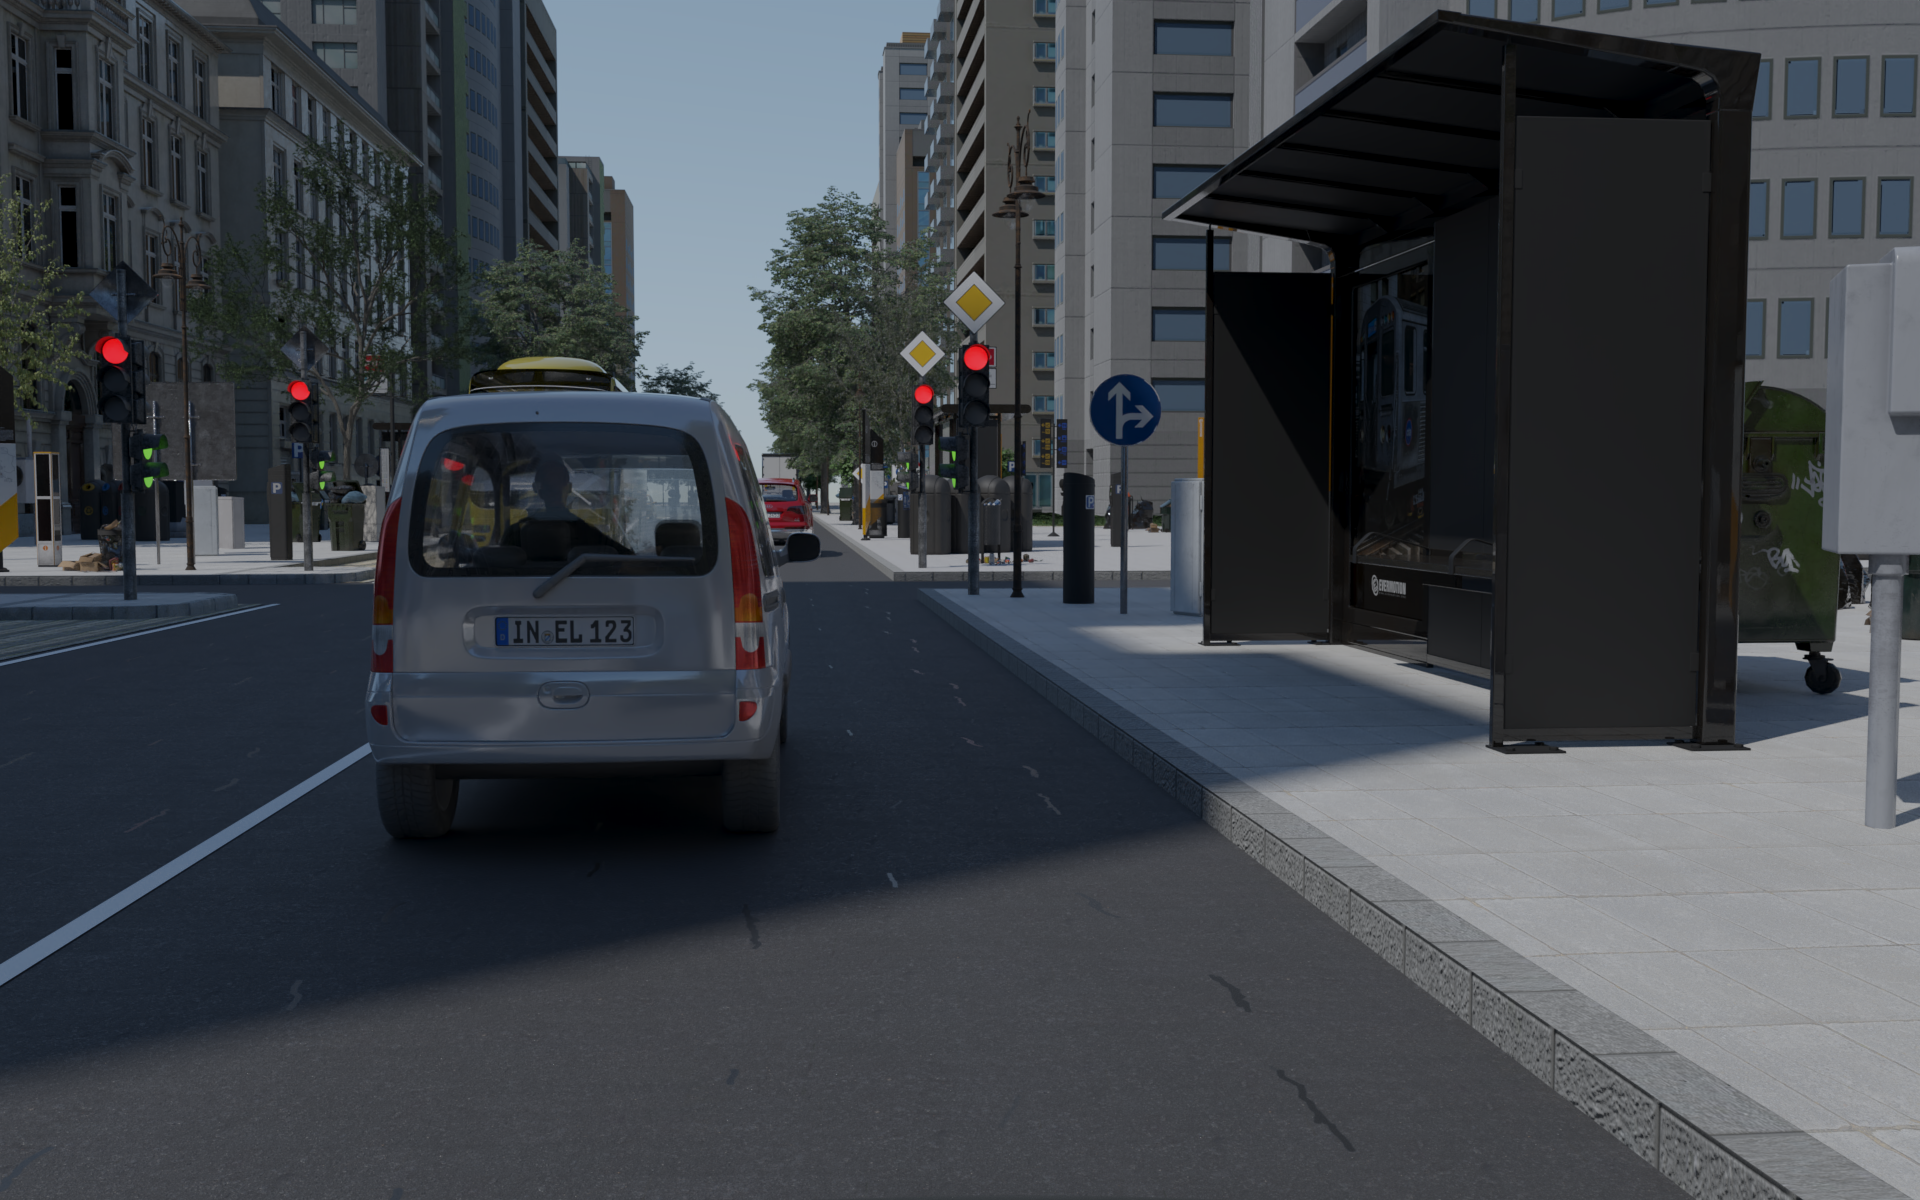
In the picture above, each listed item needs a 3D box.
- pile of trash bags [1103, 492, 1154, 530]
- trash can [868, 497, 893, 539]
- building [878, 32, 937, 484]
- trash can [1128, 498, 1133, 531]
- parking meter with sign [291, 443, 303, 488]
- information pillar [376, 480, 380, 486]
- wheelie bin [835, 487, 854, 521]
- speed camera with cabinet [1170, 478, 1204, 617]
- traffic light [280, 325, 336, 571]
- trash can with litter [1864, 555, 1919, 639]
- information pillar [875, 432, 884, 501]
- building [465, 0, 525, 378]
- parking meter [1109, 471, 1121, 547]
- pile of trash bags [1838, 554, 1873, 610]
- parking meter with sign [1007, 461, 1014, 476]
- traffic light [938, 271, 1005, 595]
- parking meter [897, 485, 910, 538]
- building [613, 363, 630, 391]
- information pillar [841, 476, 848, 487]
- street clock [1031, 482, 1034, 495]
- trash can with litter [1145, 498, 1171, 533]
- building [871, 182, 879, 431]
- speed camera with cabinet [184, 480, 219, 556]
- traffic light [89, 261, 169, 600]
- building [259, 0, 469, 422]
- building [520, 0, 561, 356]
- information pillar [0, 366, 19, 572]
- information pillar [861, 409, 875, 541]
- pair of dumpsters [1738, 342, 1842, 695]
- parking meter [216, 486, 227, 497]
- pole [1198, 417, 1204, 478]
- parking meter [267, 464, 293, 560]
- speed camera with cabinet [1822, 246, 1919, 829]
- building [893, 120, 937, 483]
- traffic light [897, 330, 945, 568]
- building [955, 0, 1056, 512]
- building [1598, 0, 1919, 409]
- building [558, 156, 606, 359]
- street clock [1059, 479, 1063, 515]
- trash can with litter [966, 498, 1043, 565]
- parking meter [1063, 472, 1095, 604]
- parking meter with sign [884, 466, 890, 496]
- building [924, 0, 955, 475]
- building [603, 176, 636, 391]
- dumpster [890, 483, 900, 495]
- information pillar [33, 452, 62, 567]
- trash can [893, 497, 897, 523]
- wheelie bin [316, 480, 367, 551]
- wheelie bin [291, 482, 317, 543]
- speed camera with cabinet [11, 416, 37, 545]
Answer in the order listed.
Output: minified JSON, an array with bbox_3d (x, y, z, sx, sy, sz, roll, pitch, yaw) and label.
[{"bbox_3d":[6.149,-3.293,63.592,1.912,1.369,3.447,0,4,8],"label":"pile of trash bags"},{"bbox_3d":[-2.412,-2.356,50.179,0.748,1.137,0.748,0,3,0],"label":"trash can"},{"bbox_3d":[-0.214,-42.035,229.273,21.231,58.520,28.212,0,4,-6],"label":"building"},{"bbox_3d":[5.577,-2.933,59.608,0.748,1.137,0.748,0,3,0],"label":"trash can"},{"bbox_3d":[-22.101,-3.714,56.991,0.543,3.016,1.738,0,4,7],"label":"parking meter with sign"},{"bbox_3d":[-29.580,-5.133,88.423,0.304,2.012,0.304,2,4,23],"label":"information pillar"},{"bbox_3d":[-5.446,-4.560,82.469,0.980,1.594,0.693,0,4,2],"label":"wheelie bin"},{"bbox_3d":[3.275,-1.487,18.655,2.038,3.252,0.660,-2,4,-27],"label":"speed camera with cabinet"},{"bbox_3d":[-10.873,-2.442,28.845,0.839,4.253,0.868,0,4,-6],"label":"traffic light"},{"bbox_3d":[8.450,-0.253,15.531,0.624,1.170,1.055,0,4,3],"label":"trash can with litter"},{"bbox_3d":[-2.964,-4.290,61.492,0.504,3.616,0.183,-1,4,-19],"label":"information pillar"},{"bbox_3d":[-45.213,-35.853,128.196,21.231,58.520,28.212,0,4,-6],"label":"building"},{"bbox_3d":[3.830,-2.217,41.954,0.399,1.863,0.255,-1,4,-10],"label":"parking meter"},{"bbox_3d":[10.766,-0.643,20.260,1.912,1.369,3.447,3,5,42],"label":"pile of trash bags"},{"bbox_3d":[2.291,-5.914,92.961,0.543,3.016,1.738,-2,4,-34],"label":"parking meter with sign"},{"bbox_3d":[0.155,-2.021,21.971,0.839,4.253,0.868,0,4,-6],"label":"traffic light"},{"bbox_3d":[-1.628,-2.561,50.277,0.372,1.533,0.369,0,3,0],"label":"parking meter"},{"bbox_3d":[-57.982,-23.212,224.561,27.650,21.520,28.899,0,4,-6],"label":"building"},{"bbox_3d":[-6.046,-6.070,90.591,0.504,3.616,0.183,-3,5,-41],"label":"information pillar"},{"bbox_3d":[4.279,-6.145,105.045,0.358,2.002,0.471,1,4,21],"label":"street clock"},{"bbox_3d":[6.734,-2.825,57.577,1.055,1.170,0.624,-1,4,-14],"label":"trash can with litter"},{"bbox_3d":[-1.765,-38.575,254.409,21.300,48.544,21.600,0,4,-6],"label":"building"},{"bbox_3d":[-16.027,-2.580,36.525,0.660,3.252,2.038,-2,4,-26],"label":"speed camera with cabinet"},{"bbox_3d":[-10.050,-1.956,20.902,0.839,4.253,0.868,0,4,-6],"label":"traffic light"},{"bbox_3d":[-38.971,-25.966,108.146,14.154,41.232,14.086,0,4,-6],"label":"building"},{"bbox_3d":[-47.619,-32.394,153.343,21.300,48.544,21.600,0,4,-6],"label":"building"},{"bbox_3d":[-15.719,-2.260,28.314,0.504,3.616,0.183,-3,5,-42],"label":"information pillar"},{"bbox_3d":[-2.592,-3.456,47.855,0.183,3.616,0.504,1,4,14],"label":"information pillar"},{"bbox_3d":[4.792,-0.643,13.006,1.574,2.255,4.437,0,4,-6],"label":"pair of dumpsters"},{"bbox_3d":[-24.402,-2.987,57.241,0.372,1.533,0.369,0,3,0],"label":"parking meter"},{"bbox_3d":[6.426,-3.199,46.141,0.158,3.312,0.155,0,3,0],"label":"pole"},{"bbox_3d":[-13.187,-1.704,33.579,0.399,1.863,0.255,0,4,6],"label":"parking meter"},{"bbox_3d":[4.391,-0.741,6.457,2.038,3.252,0.660,1,4,20],"label":"speed camera with cabinet"},{"bbox_3d":[-0.223,-34.146,208.395,14.600,45.320,14.200,0,4,-6],"label":"building"},{"bbox_3d":[-0.668,-2.507,29.914,0.839,4.253,0.868,0,4,-6],"label":"traffic light"},{"bbox_3d":[11.292,-30.977,130.168,21.300,48.544,21.600,0,4,-6],"label":"building"},{"bbox_3d":[25.022,-31.237,52.724,28.212,58.520,21.231,0,4,-6],"label":"building"},{"bbox_3d":[-49.352,-31.785,203.283,14.154,41.232,14.086,0,4,-6],"label":"building"},{"bbox_3d":[4.932,-4.758,82.359,0.358,2.002,0.471,3,4,38],"label":"street clock"},{"bbox_3d":[0.903,-1.305,32.387,1.678,1.210,2.233,3,5,39],"label":"trash can with litter"},{"bbox_3d":[1.395,-0.729,20.328,0.372,1.533,0.369,0,3,0],"label":"parking meter"},{"bbox_3d":[-3.432,-5.102,79.682,0.543,3.016,1.738,0,4,3],"label":"parking meter with sign"},{"bbox_3d":[8.541,-32.806,155.987,23.786,49.044,30.456,0,4,-6],"label":"building"},{"bbox_3d":[-53.900,-36.502,246.911,14.600,45.320,14.200,0,4,-6],"label":"building"},{"bbox_3d":[-3.412,-5.379,93.698,1.264,1.857,1.865,0,4,-6],"label":"dumpster"},{"bbox_3d":[-16.015,-1.586,30.423,0.304,2.012,0.304,0,4,-2],"label":"information pillar"},{"bbox_3d":[-3.065,-3.785,73.546,0.748,1.137,0.748,0,3,0],"label":"trash can"},{"bbox_3d":[-13.827,-1.907,39.086,0.980,1.594,0.693,1,4,11],"label":"wheelie bin"},{"bbox_3d":[-17.460,-2.333,46.056,0.693,1.594,0.980,3,4,38],"label":"wheelie bin"},{"bbox_3d":[-24.302,-3.039,44.031,2.038,3.252,0.660,1,4,20],"label":"speed camera with cabinet"}]
